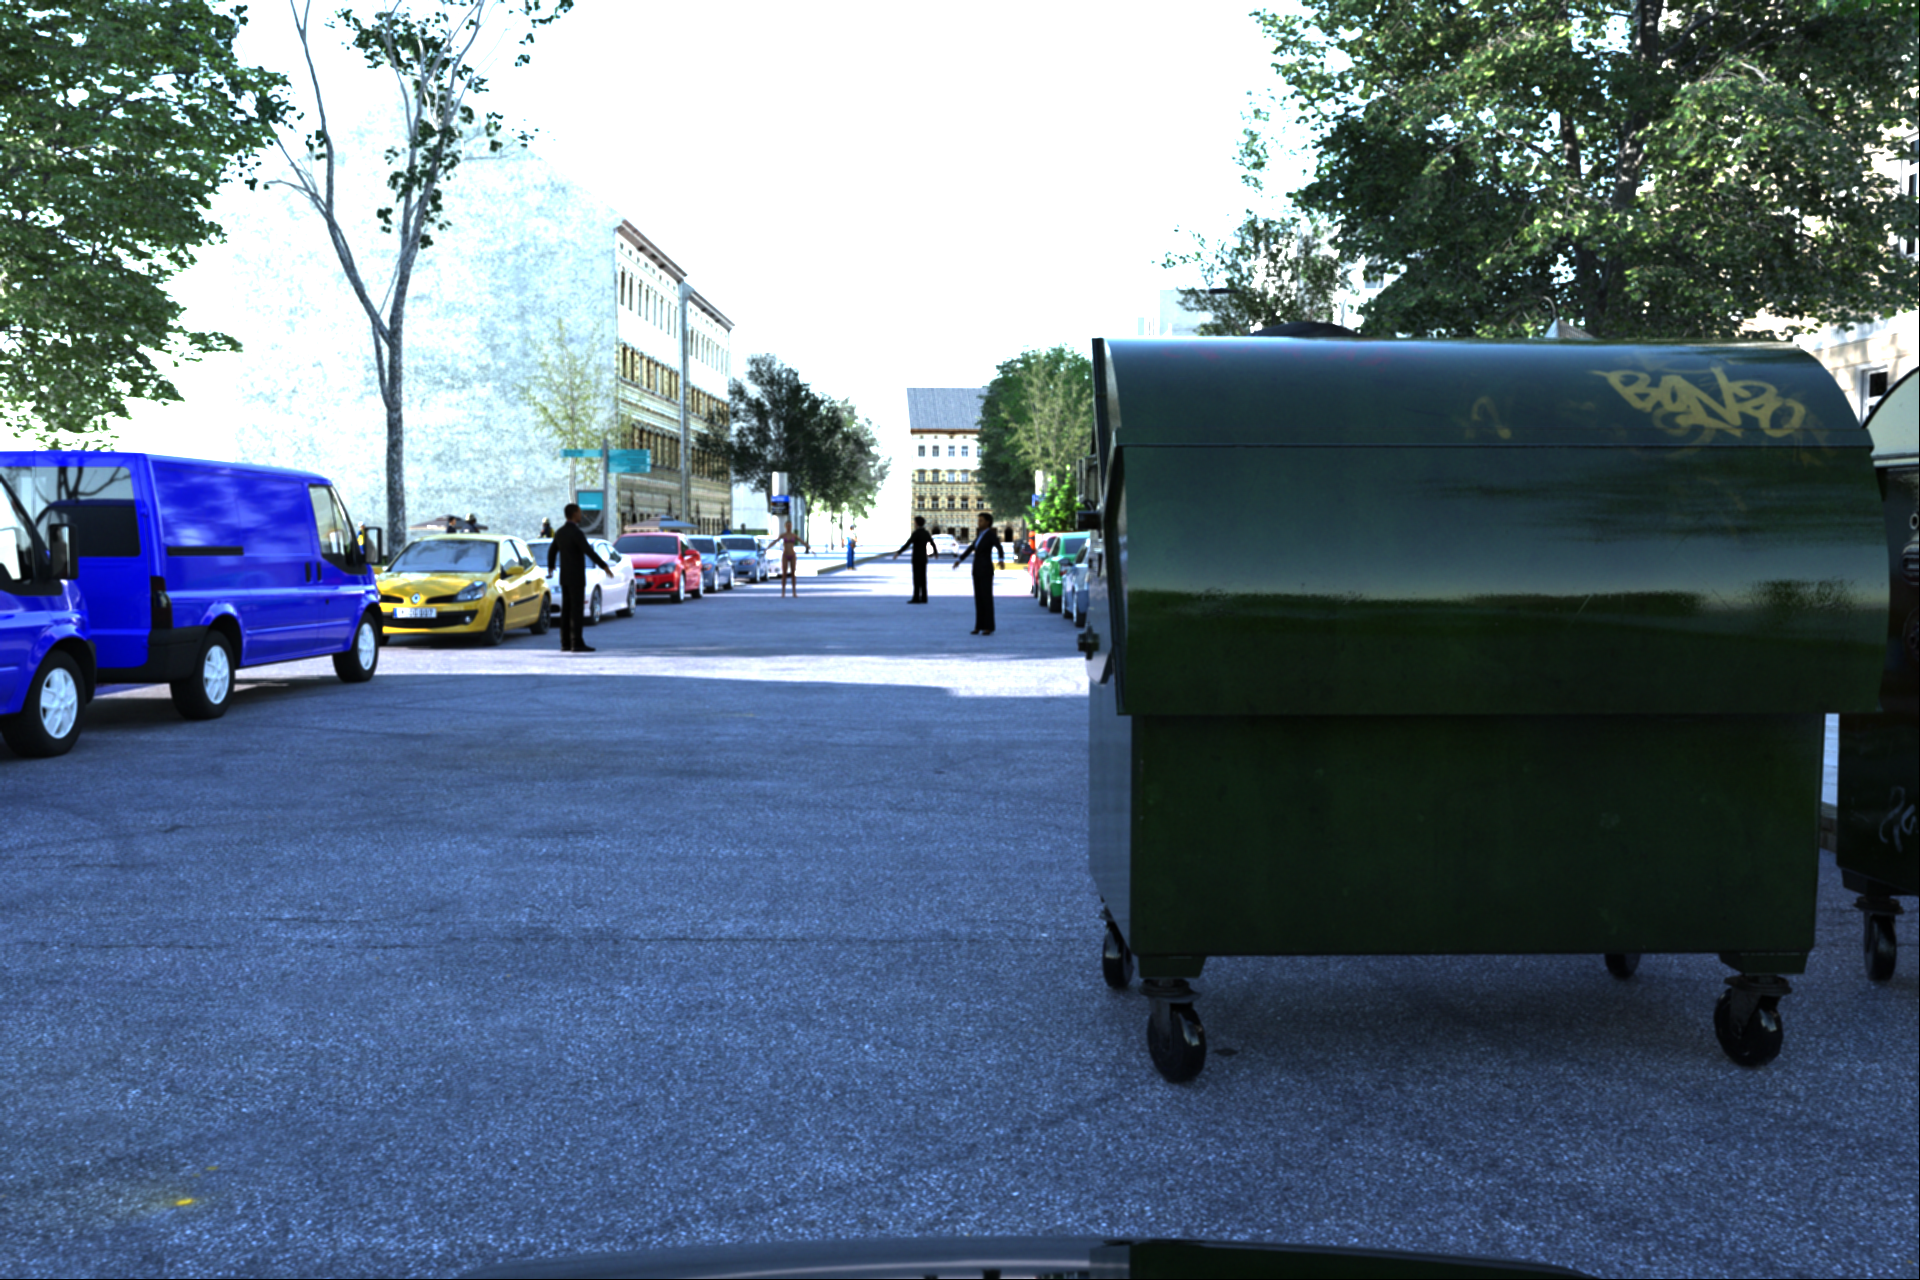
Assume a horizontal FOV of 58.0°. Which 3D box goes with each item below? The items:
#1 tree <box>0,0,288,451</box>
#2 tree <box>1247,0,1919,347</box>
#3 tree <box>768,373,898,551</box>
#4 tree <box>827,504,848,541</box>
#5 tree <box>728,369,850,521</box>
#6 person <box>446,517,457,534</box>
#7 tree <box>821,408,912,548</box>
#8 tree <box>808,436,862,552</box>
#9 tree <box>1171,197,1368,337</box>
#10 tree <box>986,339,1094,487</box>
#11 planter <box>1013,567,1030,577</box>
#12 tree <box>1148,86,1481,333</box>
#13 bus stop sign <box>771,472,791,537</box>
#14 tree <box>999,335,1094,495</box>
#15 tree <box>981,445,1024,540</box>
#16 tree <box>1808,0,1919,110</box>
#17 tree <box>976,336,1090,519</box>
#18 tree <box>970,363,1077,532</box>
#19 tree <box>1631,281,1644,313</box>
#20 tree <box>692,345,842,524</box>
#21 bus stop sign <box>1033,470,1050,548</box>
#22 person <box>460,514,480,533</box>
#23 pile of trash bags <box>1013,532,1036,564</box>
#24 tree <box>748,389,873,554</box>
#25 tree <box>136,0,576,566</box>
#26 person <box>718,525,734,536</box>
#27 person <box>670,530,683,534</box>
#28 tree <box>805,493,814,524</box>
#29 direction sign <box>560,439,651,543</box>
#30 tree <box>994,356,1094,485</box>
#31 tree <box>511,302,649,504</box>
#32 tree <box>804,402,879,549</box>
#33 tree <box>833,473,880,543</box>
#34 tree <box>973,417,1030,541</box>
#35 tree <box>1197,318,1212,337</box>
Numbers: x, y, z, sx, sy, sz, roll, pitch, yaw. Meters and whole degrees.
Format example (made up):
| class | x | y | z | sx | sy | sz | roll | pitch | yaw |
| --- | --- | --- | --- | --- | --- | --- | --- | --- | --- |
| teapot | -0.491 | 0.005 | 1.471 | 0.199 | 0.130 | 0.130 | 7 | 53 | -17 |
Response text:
| class | x | y | z | sx | sy | sz | roll | pitch | yaw |
| --- | --- | --- | --- | --- | --- | --- | --- | --- | --- |
| tree | -12.795 | -6.373 | 22.320 | 7.486 | 12.596 | 7.792 | 0 | 3 | 0 |
| tree | 8.766 | -7.141 | 23.410 | 9.857 | 13.997 | 8.962 | 0 | 3 | 0 |
| tree | -9.764 | -13.565 | 132.159 | 12.009 | 13.543 | 11.850 | 0 | 3 | 0 |
| tree | -17.796 | -18.829 | 258.210 | 4.360 | 8.622 | 3.978 | 0 | 3 | 0 |
| tree | -9.970 | -9.991 | 97.759 | 8.767 | 10.594 | 7.601 | 3 | 4 | 37 |
| person | -15.890 | -2.952 | 54.315 | 0.704 | 1.823 | 1.345 | 0 | 4 | 4 |
| tree | -9.972 | -15.374 | 161.733 | 12.009 | 13.543 | 11.850 | 0 | 3 | 0 |
| tree | -9.337 | -10.613 | 123.878 | 4.737 | 8.622 | 4.395 | 0 | 3 | 0 |
| tree | 8.670 | -7.001 | 48.879 | 7.601 | 10.594 | 8.767 | -1 | 4 | -20 |
| tree | 5.415 | -10.094 | 90.800 | 9.928 | 11.665 | 9.643 | 0 | 3 | 0 |
| planter | 2.817 | -2.302 | 58.780 | 1.991 | 0.319 | 1.994 | 0 | 4 | -1 |
| tree | 14.924 | -13.375 | 74.566 | 12.611 | 20.169 | 13.585 | 0 | 3 | 0 |
| bus stop sign | -7.674 | -5.201 | 74.054 | 0.837 | 3.901 | 0.837 | 0 | 4 | -1 |
| tree | 3.403 | -6.944 | 63.890 | 4.360 | 8.622 | 3.978 | 0 | 3 | 0 |
| tree | 5.273 | -13.703 | 149.800 | 9.928 | 11.665 | 9.643 | 0 | 3 | 0 |
| tree | 9.222 | -5.198 | 10.739 | 9.928 | 11.665 | 9.643 | 0 | 3 | 0 |
| tree | 5.626 | -12.462 | 110.411 | 9.857 | 13.997 | 8.962 | 0 | 3 | 0 |
| tree | 5.257 | -13.299 | 124.090 | 9.857 | 13.997 | 8.962 | 0 | 3 | 0 |
| tree | 27.250 | -9.021 | 65.621 | 7.486 | 12.596 | 7.792 | 0 | 3 | 0 |
| tree | -9.650 | -9.284 | 86.201 | 8.767 | 10.594 | 7.601 | 1 | 4 | 15 |
| bus stop sign | 3.461 | -5.067 | 71.864 | 0.837 | 3.901 | 0.837 | 0 | 4 | 0 |
| person | -13.490 | -2.571 | 47.902 | 1.351 | 1.845 | 0.704 | 2 | 4 | 34 |
| pile of trash bags | 3.279 | -4.071 | 76.307 | 1.912 | 1.369 | 3.447 | 0 | 3 | 0 |
| tree | -9.857 | -10.802 | 111.028 | 8.767 | 10.594 | 7.601 | 0 | 4 | -5 |
| tree | -13.688 | -11.153 | 38.246 | 12.611 | 20.169 | 13.585 | 0 | 3 | 0 |
| person | -13.200 | -5.616 | 97.954 | 1.347 | 1.817 | 0.704 | 0 | 4 | -5 |
| person | -13.157 | -4.547 | 80.280 | 1.347 | 1.837 | 0.705 | -3 | 5 | -41 |
| tree | -24.204 | -20.413 | 251.875 | 7.486 | 12.596 | 7.792 | 0 | 3 | 0 |
| direction sign | -9.944 | -3.698 | 49.231 | 2.525 | 3.948 | 1.411 | 0 | 4 | 0 |
| tree | 6.009 | -10.682 | 100.410 | 9.928 | 11.665 | 9.643 | 0 | 3 | 0 |
| tree | -12.689 | -6.459 | 55.962 | 4.360 | 8.622 | 3.978 | 0 | 3 | 0 |
| tree | -10.382 | -13.928 | 145.857 | 7.486 | 12.596 | 7.792 | 0 | 3 | 0 |
| tree | -15.111 | -19.908 | 251.253 | 9.928 | 11.665 | 9.643 | 0 | 3 | 0 |
| tree | 5.869 | -15.529 | 160.553 | 9.857 | 13.997 | 8.962 | 0 | 3 | 0 |
| tree | 9.058 | -6.698 | 59.869 | 4.737 | 8.622 | 4.395 | 0 | 3 | 0 |
